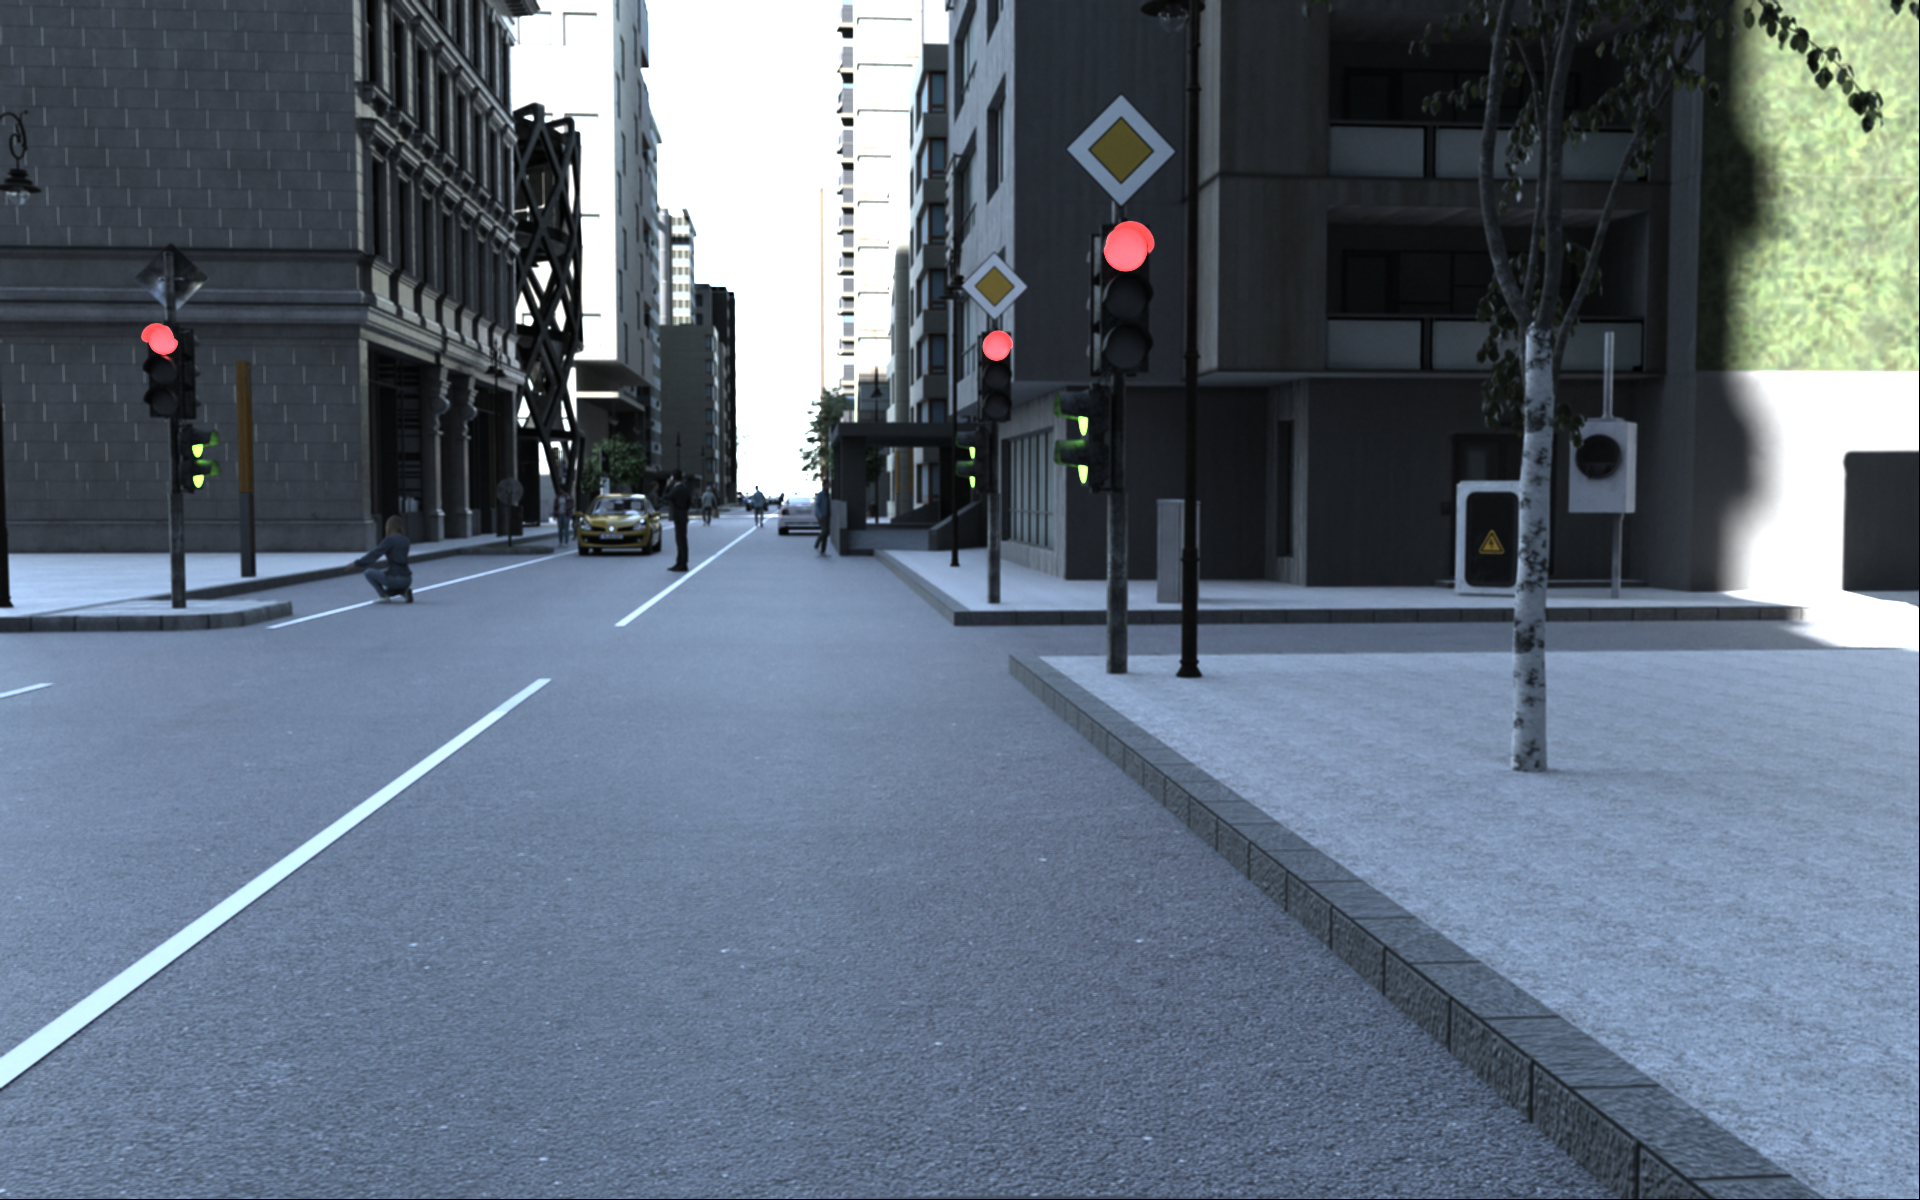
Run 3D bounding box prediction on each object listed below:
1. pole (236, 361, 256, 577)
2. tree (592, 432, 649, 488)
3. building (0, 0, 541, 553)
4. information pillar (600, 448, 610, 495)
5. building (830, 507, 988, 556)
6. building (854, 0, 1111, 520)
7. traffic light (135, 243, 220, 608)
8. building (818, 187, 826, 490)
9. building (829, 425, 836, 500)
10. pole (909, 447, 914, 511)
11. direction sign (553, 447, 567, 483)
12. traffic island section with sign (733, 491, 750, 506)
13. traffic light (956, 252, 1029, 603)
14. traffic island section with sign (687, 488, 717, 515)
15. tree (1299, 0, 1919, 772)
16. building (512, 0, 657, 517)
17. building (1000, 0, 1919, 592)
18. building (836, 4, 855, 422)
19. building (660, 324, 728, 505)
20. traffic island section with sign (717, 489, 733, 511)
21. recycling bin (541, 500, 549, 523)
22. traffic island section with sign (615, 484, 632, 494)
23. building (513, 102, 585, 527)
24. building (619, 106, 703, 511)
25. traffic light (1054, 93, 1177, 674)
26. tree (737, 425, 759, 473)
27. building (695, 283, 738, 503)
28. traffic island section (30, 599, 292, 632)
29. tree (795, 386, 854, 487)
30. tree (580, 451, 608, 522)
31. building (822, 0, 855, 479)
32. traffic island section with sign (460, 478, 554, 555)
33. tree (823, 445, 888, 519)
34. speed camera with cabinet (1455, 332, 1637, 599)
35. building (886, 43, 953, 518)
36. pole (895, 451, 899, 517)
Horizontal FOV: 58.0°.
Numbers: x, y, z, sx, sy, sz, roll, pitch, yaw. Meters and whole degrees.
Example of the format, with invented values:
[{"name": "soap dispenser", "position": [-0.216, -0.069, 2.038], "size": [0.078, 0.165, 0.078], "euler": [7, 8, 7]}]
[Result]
[{"name": "pole", "position": [-11.021, -2.012, 26.732], "size": [0.158, 3.312, 0.155], "euler": [0, 3, 0]}, {"name": "tree", "position": [-17.978, -6.570, 91.133], "size": [4.285, 4.588, 4.351], "euler": [0, 3, 0]}, {"name": "building", "position": [-17.586, -11.468, 38.409], "size": [10.553, 20.767, 40.483], "euler": [0, 4, -5]}, {"name": "information pillar", "position": [-18.072, -5.919, 88.132], "size": [0.504, 3.616, 0.183], "euler": [-3, 5, -43]}, {"name": "building", "position": [12.608, -21.747, 47.437], "size": [32.217, 40.220, 23.993], "euler": [0, 4, -5]}, {"name": "building", "position": [0.630, -25.713, 104.005], "size": [14.154, 41.232, 14.086], "euler": [0, 4, -5]}, {"name": "traffic light", "position": [-8.793, -1.865, 19.417], "size": [0.839, 4.253, 0.868], "euler": [0, 4, -5]}, {"name": "building", "position": [-13.091, -36.461, 246.244], "size": [14.600, 45.320, 14.200], "euler": [0, 4, -5]}, {"name": "building", "position": [-0.382, -51.468, 154.178], "size": [22.319, 86.520, 31.000], "euler": [0, 4, -5]}, {"name": "pole", "position": [-1.902, -4.507, 67.526], "size": [0.158, 3.312, 0.155], "euler": [0, 3, 0]}, {"name": "direction sign", "position": [-19.098, -5.561, 82.914], "size": [0.876, 3.537, 0.379], "euler": [1, 4, 20]}, {"name": "traffic island section with sign", "position": [-25.493, -11.790, 201.396], "size": [1.989, 1.847, 2.006], "euler": [0, 4, -5]}, {"name": "traffic light", "position": [0.379, -1.917, 20.269], "size": [0.839, 4.253, 0.868], "euler": [0, 4, -5]}, {"name": "traffic island section with sign", "position": [-17.923, -6.733, 118.718], "size": [1.989, 1.847, 2.006], "euler": [0, 4, -5]}, {"name": "tree", "position": [2.884, -3.515, 7.832], "size": [4.360, 8.622, 3.978], "euler": [0, 3, 0]}, {"name": "building", "position": [-33.382, -31.591, 105.744], "size": [28.713, 52.752, 27.495], "euler": [0, 4, -5]}, {"name": "building", "position": [7.239, -21.079, 28.236], "size": [14.086, 41.232, 14.154], "euler": [0, 4, -5]}, {"name": "building", "position": [2.252, -28.804, 125.571], "size": [22.147, 44.769, 28.867], "euler": [0, 4, -5]}, {"name": "building", "position": [-40.217, -21.133, 190.571], "size": [27.650, 21.520, 28.899], "euler": [0, 4, -5]}, {"name": "traffic island section with sign", "position": [-20.380, -8.375, 145.561], "size": [1.989, 1.847, 2.006], "euler": [0, 4, -5]}, {"name": "recycling bin", "position": [-18.973, -3.995, 77.875], "size": [0.722, 1.027, 0.722], "euler": [3, 5, 40]}, {"name": "traffic island section with sign", "position": [-13.350, -3.684, 68.857], "size": [1.989, 1.847, 2.006], "euler": [0, 4, -5]}, {"name": "building", "position": [-23.296, -12.184, 66.663], "size": [16.820, 18.784, 16.811], "euler": [0, 4, -5]}, {"name": "building", "position": [-39.945, -28.372, 155.766], "size": [32.217, 40.220, 23.993], "euler": [0, 4, -5]}, {"name": "traffic light", "position": [1.107, -1.431, 12.317], "size": [0.839, 4.253, 0.868], "euler": [0, 4, -5]}, {"name": "tree", "position": [-32.942, -19.892, 250.986], "size": [9.928, 11.665, 9.643], "euler": [0, 3, 0]}, {"name": "building", "position": [-37.775, -28.425, 236.452], "size": [14.160, 30.474, 14.107], "euler": [0, 4, -5]}, {"name": "traffic island section", "position": [-8.834, 0.167, 19.548], "size": [2.009, 0.180, 2.903], "euler": [0, 4, -5]}, {"name": "tree", "position": [-13.315, -16.100, 181.367], "size": [7.486, 12.596, 7.792], "euler": [0, 3, 0]}, {"name": "tree", "position": [-16.727, -5.122, 78.350], "size": [1.663, 3.219, 1.824], "euler": [0, 3, 0]}, {"name": "building", "position": [-5.184, -40.296, 200.844], "size": [21.231, 58.520, 28.212], "euler": [0, 4, -5]}, {"name": "traffic island section with sign", "position": [-10.865, -2.024, 41.717], "size": [1.989, 1.847, 2.006], "euler": [0, 4, -5]}, {"name": "tree", "position": [-5.370, -6.407, 88.467], "size": [4.285, 4.588, 4.351], "euler": [0, 3, 0]}, {"name": "speed camera with cabinet", "position": [7.240, -1.657, 21.434], "size": [2.038, 3.252, 0.660], "euler": [2, 4, 32]}, {"name": "building", "position": [11.028, -14.517, 82.389], "size": [27.650, 21.520, 28.899], "euler": [0, 4, -5]}, {"name": "pole", "position": [-2.962, -5.389, 81.946], "size": [0.158, 3.312, 0.155], "euler": [0, 3, 0]}]
